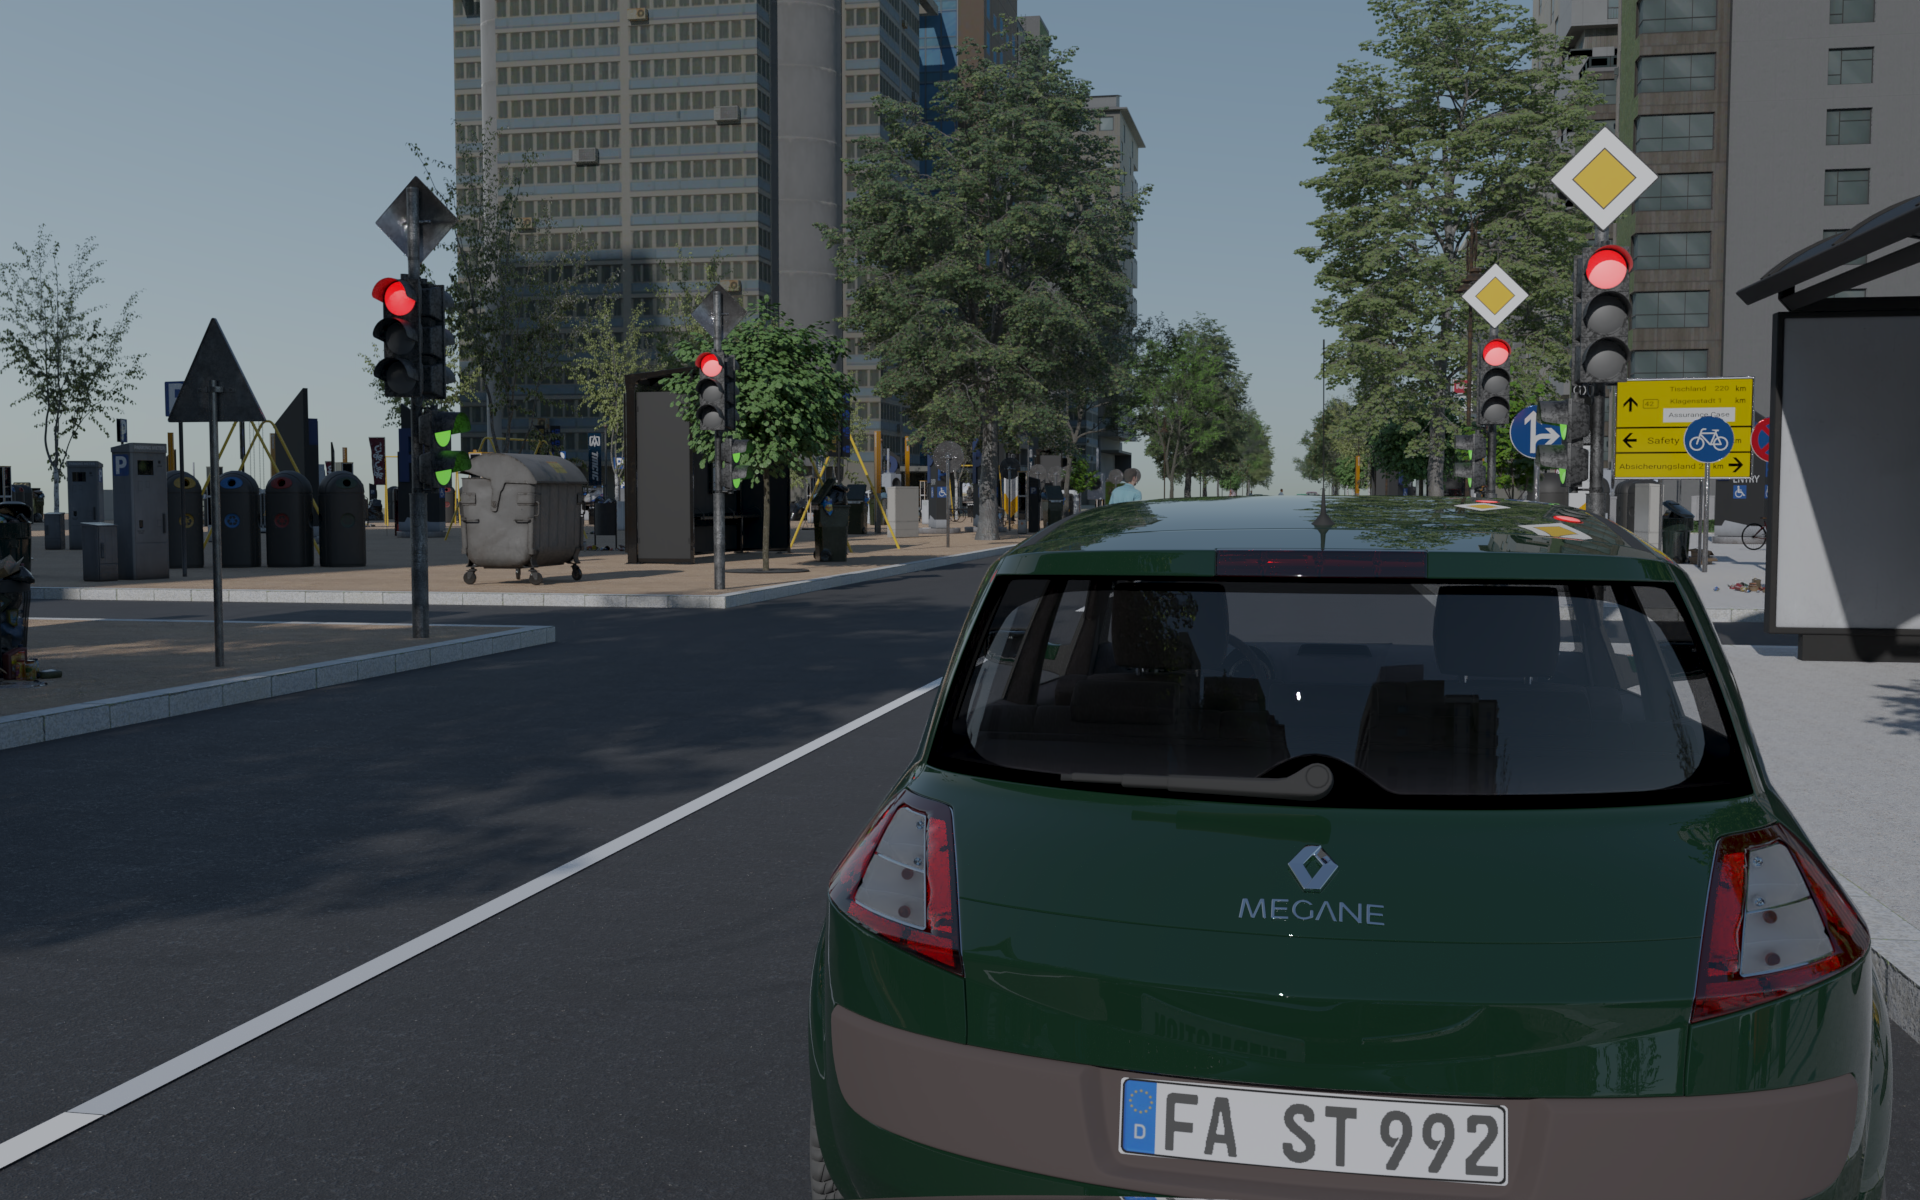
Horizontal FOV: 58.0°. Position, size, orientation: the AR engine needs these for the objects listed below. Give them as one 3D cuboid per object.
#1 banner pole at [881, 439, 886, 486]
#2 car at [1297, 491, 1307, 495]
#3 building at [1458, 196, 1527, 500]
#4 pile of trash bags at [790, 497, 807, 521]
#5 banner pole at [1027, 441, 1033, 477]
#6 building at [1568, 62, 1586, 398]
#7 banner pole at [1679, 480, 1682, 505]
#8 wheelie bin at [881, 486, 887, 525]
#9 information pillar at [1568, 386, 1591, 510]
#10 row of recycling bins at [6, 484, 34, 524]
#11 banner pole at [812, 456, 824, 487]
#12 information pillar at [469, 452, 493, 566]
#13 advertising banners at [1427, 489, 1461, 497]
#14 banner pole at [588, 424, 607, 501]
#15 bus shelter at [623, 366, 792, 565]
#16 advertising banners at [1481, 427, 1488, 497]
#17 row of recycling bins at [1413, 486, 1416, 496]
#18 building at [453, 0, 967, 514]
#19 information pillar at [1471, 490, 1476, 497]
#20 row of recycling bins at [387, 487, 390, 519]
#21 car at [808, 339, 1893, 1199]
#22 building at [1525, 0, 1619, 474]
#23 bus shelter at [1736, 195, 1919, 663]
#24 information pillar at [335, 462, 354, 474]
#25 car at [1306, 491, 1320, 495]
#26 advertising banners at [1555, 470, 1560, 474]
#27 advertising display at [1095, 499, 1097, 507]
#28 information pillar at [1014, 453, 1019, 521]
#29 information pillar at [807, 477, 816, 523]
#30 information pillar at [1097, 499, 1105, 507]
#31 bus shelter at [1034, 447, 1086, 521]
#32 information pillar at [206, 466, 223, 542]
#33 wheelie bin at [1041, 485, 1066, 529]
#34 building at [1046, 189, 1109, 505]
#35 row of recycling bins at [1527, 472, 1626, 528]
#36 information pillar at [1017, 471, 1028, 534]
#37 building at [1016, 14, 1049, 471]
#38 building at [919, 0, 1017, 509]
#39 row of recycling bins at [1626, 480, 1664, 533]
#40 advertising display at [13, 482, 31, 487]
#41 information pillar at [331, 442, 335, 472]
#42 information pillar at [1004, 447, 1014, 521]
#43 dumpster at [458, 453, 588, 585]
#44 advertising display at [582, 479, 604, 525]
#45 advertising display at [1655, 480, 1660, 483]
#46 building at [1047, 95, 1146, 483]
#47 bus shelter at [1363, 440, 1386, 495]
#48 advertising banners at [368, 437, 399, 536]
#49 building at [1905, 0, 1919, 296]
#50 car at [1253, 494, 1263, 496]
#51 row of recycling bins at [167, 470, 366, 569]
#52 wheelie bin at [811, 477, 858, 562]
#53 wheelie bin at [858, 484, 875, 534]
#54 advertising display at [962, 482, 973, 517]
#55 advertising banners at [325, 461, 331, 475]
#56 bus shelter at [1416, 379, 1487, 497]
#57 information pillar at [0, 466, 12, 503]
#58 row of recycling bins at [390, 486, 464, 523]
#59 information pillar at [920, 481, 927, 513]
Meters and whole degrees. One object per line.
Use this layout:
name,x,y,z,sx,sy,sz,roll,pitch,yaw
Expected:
banner pole,-3.494,-5.429,78.780,0.401,3.779,0.863,1,4,16
car,43.676,-12.996,221.285,1.959,1.807,4.718,1,4,13
building,80.291,-33.063,232.463,32.217,40.220,23.993,1,4,11
pile of trash bags,-8.771,-4.530,83.823,3.447,1.369,1.912,3,4,37
banner pole,3.256,-5.553,80.807,0.401,3.779,0.863,-1,4,-15
building,48.329,-21.105,116.769,14.160,30.474,14.107,1,4,11
banner pole,30.008,-5.020,72.094,0.401,3.779,0.863,1,4,21
wheelie bin,-3.357,-3.875,71.263,0.980,1.594,0.693,1,4,16
information pillar,10.700,-2.348,29.742,0.504,3.616,0.183,1,4,13
row of recycling bins,-39.861,-4.008,72.637,1.069,1.692,3.534,-1,4,-11
banner pole,-6.508,-5.440,78.963,0.863,3.779,0.401,-3,5,-39
information pillar,-8.417,-1.591,30.508,0.304,2.012,0.304,2,4,28
advertising banners,15.061,-3.462,52.790,2.074,3.025,0.090,-2,4,-27
banner pole,-12.974,-4.425,62.365,0.863,3.779,0.401,0,4,-4
bus shelter,-4.750,-2.644,34.513,1.731,3.624,6.357,1,4,11
advertising banners,9.579,-2.163,31.549,0.090,3.025,2.074,1,4,19
row of recycling bins,23.985,-5.162,91.511,1.069,1.692,3.534,2,4,31
building,-15.913,-25.835,114.279,32.217,40.220,23.993,1,4,11
information pillar,21.585,-4.983,72.823,0.183,3.616,0.504,0,4,-3
row of recycling bins,-27.834,-4.891,87.076,1.069,1.692,3.534,-3,5,-44
car,0.929,0.333,4.345,2.009,1.686,4.222,1,4,13
building,59.971,-33.386,135.107,28.713,52.752,27.495,1,4,11
bus shelter,6.517,-1.027,10.718,2.014,3.302,5.546,1,4,11
information pillar,-14.140,-2.161,39.830,0.304,2.012,0.304,3,5,43
car,49.388,-14.350,243.300,2.281,1.827,5.304,1,4,10
advertising banners,23.083,-4.172,64.399,2.074,3.025,0.090,1,4,12
advertising display,6.893,-4.919,85.637,0.123,1.923,0.974,-1,4,-15
information pillar,2.548,-5.503,81.330,0.504,3.616,0.183,-2,4,-24
information pillar,-6.498,-4.368,75.913,0.304,2.012,0.304,-2,4,-33
information pillar,6.609,-4.695,81.250,0.304,2.012,0.304,2,4,30
bus shelter,5.011,-5.815,86.356,1.731,3.624,6.357,1,4,11
information pillar,-19.782,-2.540,46.018,0.304,2.012,0.304,2,4,26
wheelie bin,3.370,-3.412,63.698,0.980,1.594,0.693,-1,4,-21
building,3.804,-31.675,209.759,32.217,40.220,23.993,1,4,11
row of recycling bins,12.081,-1.658,34.225,1.069,1.692,3.534,2,4,35
information pillar,2.008,-3.126,55.596,0.304,2.012,0.304,0,4,7
building,-0.559,-28.227,145.111,14.154,41.232,14.086,1,4,11
building,-3.677,-29.425,131.213,14.600,45.320,14.200,1,4,11
row of recycling bins,18.323,-2.435,46.923,1.069,1.692,3.534,1,4,14
advertising display,-50.707,-5.411,93.676,0.974,1.923,0.123,0,4,7
information pillar,-28.230,-5.301,78.024,0.183,3.616,0.504,-1,4,-10
information pillar,2.209,-5.450,80.455,0.183,3.616,0.504,2,4,31
dumpster,-6.320,-1.180,25.059,1.264,1.857,1.865,1,4,11
advertising display,-15.476,-4.145,72.981,0.974,1.923,0.123,-3,4,-38
advertising display,25.390,-3.606,64.164,0.974,1.923,0.123,3,5,40
building,9.644,-39.517,235.341,28.713,52.752,27.495,1,4,11
bus shelter,18.862,-5.247,77.074,1.731,3.624,6.357,1,4,12
advertising banners,-17.042,-3.472,52.957,2.074,3.025,0.090,0,4,3
building,37.513,-18.871,80.239,14.160,30.474,14.107,1,4,11
car,34.185,-11.556,198.728,2.009,1.686,4.222,1,4,12
row of recycling bins,-12.289,-1.426,30.434,3.534,1.692,1.069,-1,4,-12
wheelie bin,-2.452,-1.535,33.006,0.693,1.594,0.980,-1,4,-16
wheelie bin,-3.309,-2.892,55.195,0.980,1.594,0.693,1,4,13
advertising display,0.596,-5.499,95.117,0.974,1.923,0.123,1,4,9
advertising banners,-32.435,-5.813,91.236,2.074,3.025,0.090,0,4,6
bus shelter,16.229,-4.908,57.878,2.179,5.291,8.768,1,4,11
information pillar,-24.890,-2.481,45.061,0.304,2.012,0.304,0,4,8
row of recycling bins,-23.290,-4.272,76.967,3.534,1.692,1.069,-2,4,-25
information pillar,-2.024,-5.634,96.602,0.304,2.012,0.304,2,4,27
